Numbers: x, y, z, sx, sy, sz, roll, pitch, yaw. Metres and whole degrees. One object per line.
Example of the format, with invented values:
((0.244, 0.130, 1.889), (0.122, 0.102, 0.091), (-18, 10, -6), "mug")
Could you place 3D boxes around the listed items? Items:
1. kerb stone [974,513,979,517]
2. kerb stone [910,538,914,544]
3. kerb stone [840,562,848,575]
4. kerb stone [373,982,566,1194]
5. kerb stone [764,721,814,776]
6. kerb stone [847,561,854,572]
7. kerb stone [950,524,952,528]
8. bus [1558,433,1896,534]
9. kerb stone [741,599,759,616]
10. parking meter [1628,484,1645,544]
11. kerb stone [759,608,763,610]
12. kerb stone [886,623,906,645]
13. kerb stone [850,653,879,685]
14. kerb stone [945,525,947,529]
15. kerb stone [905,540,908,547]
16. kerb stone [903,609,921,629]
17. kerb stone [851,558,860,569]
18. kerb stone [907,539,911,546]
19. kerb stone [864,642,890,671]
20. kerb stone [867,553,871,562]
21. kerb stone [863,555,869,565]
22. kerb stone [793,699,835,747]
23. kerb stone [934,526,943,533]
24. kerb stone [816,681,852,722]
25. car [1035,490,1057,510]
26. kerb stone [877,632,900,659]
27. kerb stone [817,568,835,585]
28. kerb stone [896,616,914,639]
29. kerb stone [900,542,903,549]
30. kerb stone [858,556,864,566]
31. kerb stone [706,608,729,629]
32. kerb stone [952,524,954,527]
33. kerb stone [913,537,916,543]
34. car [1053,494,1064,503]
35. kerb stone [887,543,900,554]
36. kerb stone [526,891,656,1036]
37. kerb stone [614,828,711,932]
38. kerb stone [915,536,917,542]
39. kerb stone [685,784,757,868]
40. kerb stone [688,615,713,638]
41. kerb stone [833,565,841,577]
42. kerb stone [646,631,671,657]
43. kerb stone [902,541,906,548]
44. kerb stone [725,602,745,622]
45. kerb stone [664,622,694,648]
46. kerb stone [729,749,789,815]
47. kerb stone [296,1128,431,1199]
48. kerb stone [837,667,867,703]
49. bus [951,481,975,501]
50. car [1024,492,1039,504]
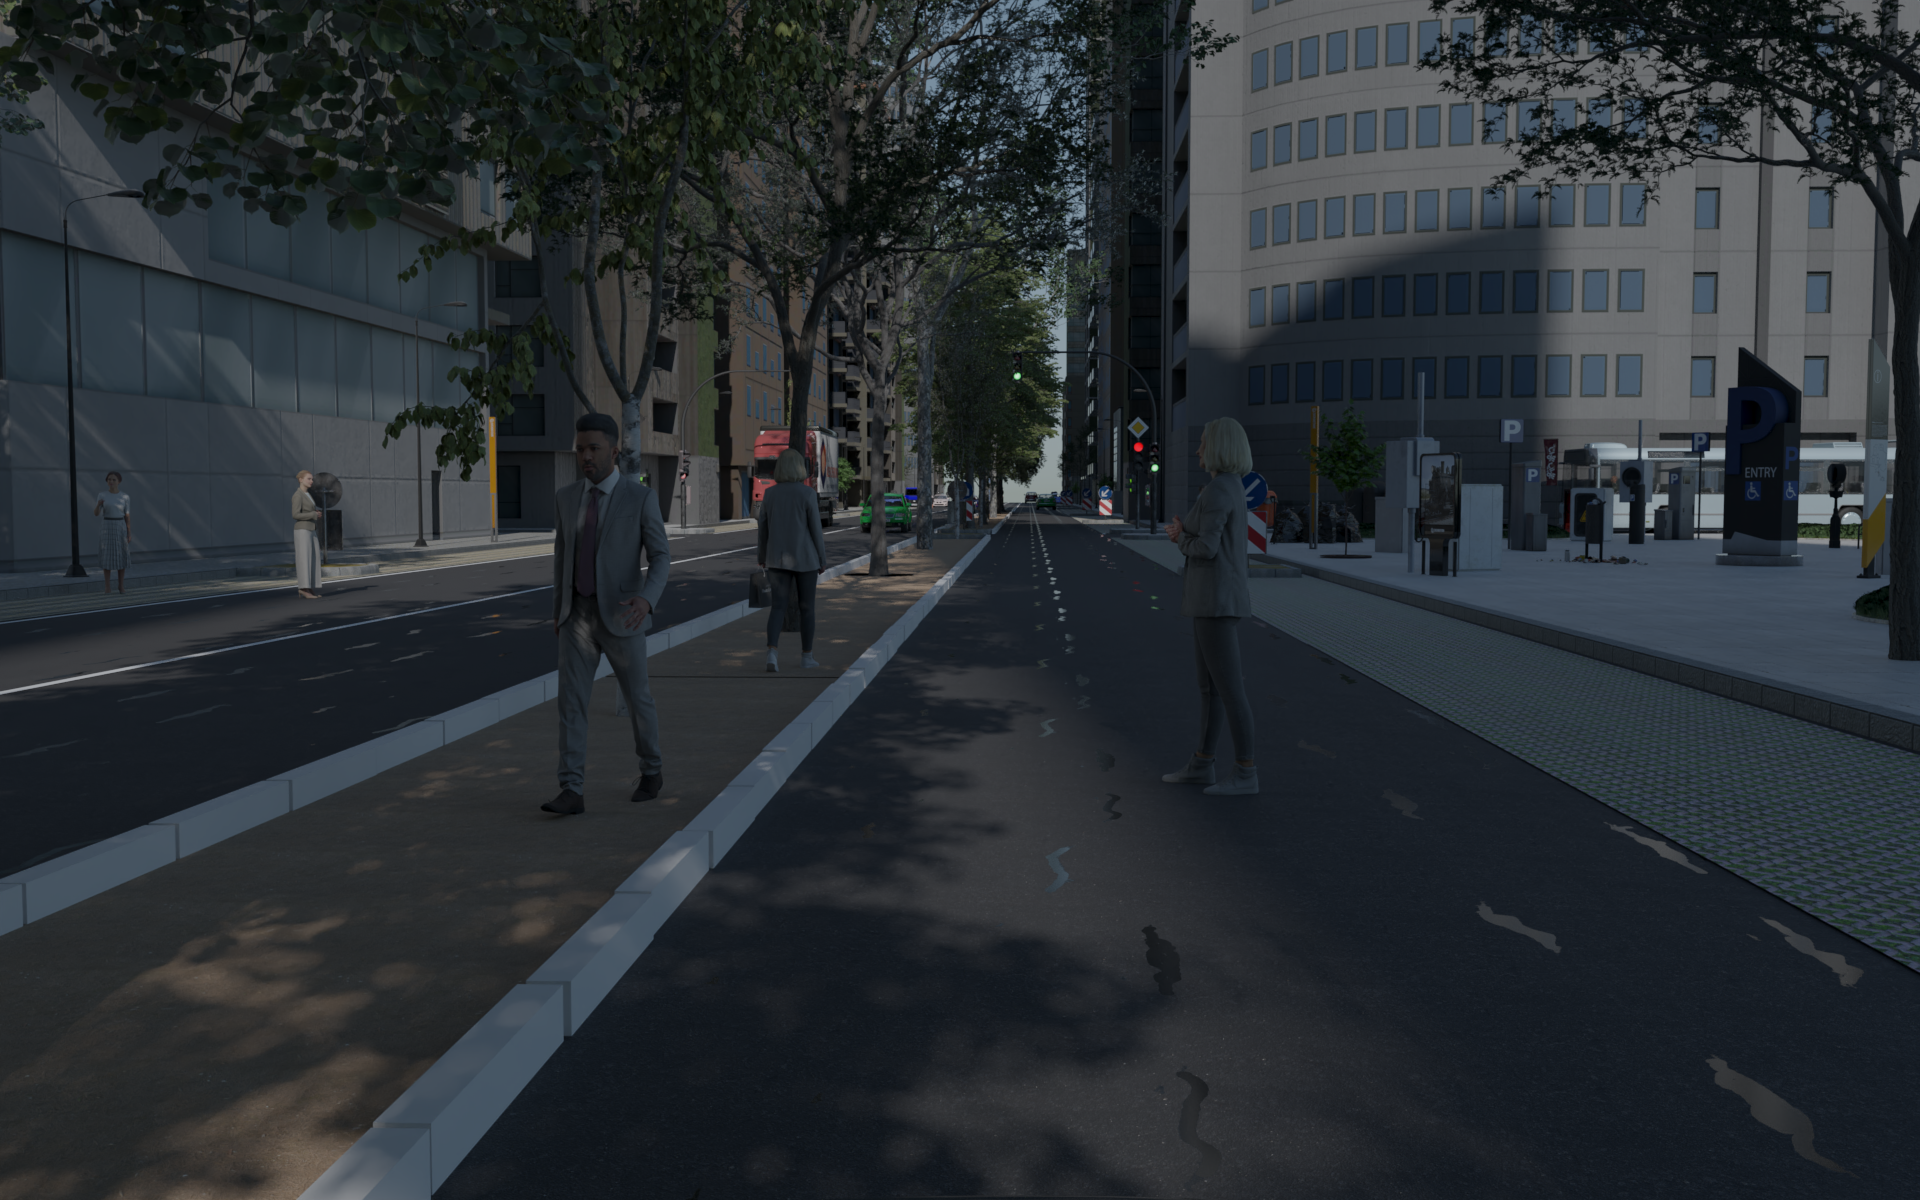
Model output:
((1.172, -5.631, 114.328), (0.120, 0.150, 1.000), (0, 4, 2), "kerb stone")
((-1.452, -1.592, 48.232), (0.120, 0.150, 1.000), (0, 4, 2), "kerb stone")
((-2.147, -0.528, 30.823), (0.120, 0.150, 1.000), (0, 4, 2), "kerb stone")
((-1.118, 1.111, 4.035), (0.120, 0.150, 1.000), (0, 4, 2), "kerb stone")
((-0.912, 0.795, 9.190), (0.120, 0.150, 1.000), (0, 4, 2), "kerb stone")
((-2.104, -0.585, 31.845), (0.120, 0.150, 1.000), (0, 4, 2), "kerb stone")
((-0.534, -3.003, 71.300), (0.120, 0.150, 1.000), (0, 4, 2), "kerb stone")
((26.494, -3.910, 58.781), (13.247, 3.499, 2.948), (0, 4, 1), "bus")
((-2.552, 0.099, 20.584), (0.120, 0.150, 1.000), (0, 4, 2), "kerb stone")
((17.355, -2.201, 44.403), (0.372, 1.533, 0.369), (0, 3, 0), "parking meter")
((-2.512, 0.040, 21.606), (0.120, 0.150, 1.000), (0, 4, 2), "kerb stone")
((-0.626, 0.357, 16.361), (0.120, 0.150, 1.000), (0, 4, 2), "kerb stone")
((-0.741, 0.545, 13.287), (0.120, 0.150, 1.000), (0, 4, 2), "kerb stone")
((-0.701, -2.753, 67.213), (0.120, 0.150, 1.000), (0, 4, 2), "kerb stone")
((-1.538, -1.462, 46.175), (0.120, 0.150, 1.000), (0, 4, 2), "kerb stone")
((-0.538, 0.234, 18.412), (0.120, 0.150, 1.000), (0, 4, 2), "kerb stone")
((-2.064, -0.653, 32.866), (0.120, 0.150, 1.000), (0, 4, 2), "kerb stone")
((-1.494, -1.528, 47.203), (0.120, 0.150, 1.000), (0, 4, 2), "kerb stone")
((-0.702, 0.482, 14.310), (0.120, 0.150, 1.000), (0, 4, 2), "kerb stone")
((-1.951, -0.835, 35.932), (0.120, 0.150, 1.000), (0, 4, 2), "kerb stone")
((-1.984, -0.773, 34.909), (0.120, 0.150, 1.000), (0, 4, 2), "kerb stone")
((-0.869, 0.734, 10.212), (0.120, 0.150, 1.000), (0, 4, 2), "kerb stone")
((-0.817, -2.565, 64.141), (0.120, 0.150, 1.000), (0, 4, 2), "kerb stone")
((-0.828, 0.671, 11.236), (0.120, 0.150, 1.000), (0, 4, 2), "kerb stone")
((7.827, -9.100, 157.585), (1.959, 1.807, 4.718), (0, 4, 1), "car")
((-0.654, 0.422, 15.332), (0.120, 0.150, 1.000), (0, 4, 2), "kerb stone")
((-2.231, -0.399, 28.778), (0.120, 0.150, 1.000), (0, 4, 2), "kerb stone")
((-0.578, 0.294, 17.387), (0.120, 0.150, 1.000), (0, 4, 2), "kerb stone")
((-1.612, -1.341, 44.125), (0.120, 0.150, 1.000), (0, 4, 2), "kerb stone")
((-2.027, -0.715, 33.888), (0.120, 0.150, 1.000), (0, 4, 2), "kerb stone")
((-2.640, 0.224, 18.530), (0.120, 0.150, 1.000), (0, 4, 2), "kerb stone")
((-0.457, -3.128, 73.343), (0.120, 0.150, 1.000), (0, 4, 2), "kerb stone")
((-1.413, -1.655, 49.255), (0.120, 0.150, 1.000), (0, 4, 2), "kerb stone")
((13.508, -14.180, 241.439), (1.945, 1.707, 3.694), (0, 4, 3), "car")
((-1.658, -1.278, 43.096), (0.120, 0.150, 1.000), (0, 4, 2), "kerb stone")
((-1.067, 1.050, 5.075), (0.120, 0.150, 1.000), (0, 4, 2), "kerb stone")
((-1.037, 0.985, 6.096), (0.120, 0.150, 1.000), (0, 4, 2), "kerb stone")
((-1.373, -1.717, 50.277), (0.120, 0.150, 1.000), (0, 4, 2), "kerb stone")
((-0.983, 0.926, 7.126), (0.120, 0.150, 1.000), (0, 4, 2), "kerb stone")
((-2.677, 0.287, 17.507), (0.120, 0.150, 1.000), (0, 4, 2), "kerb stone")
((-2.197, -0.461, 29.800), (0.120, 0.150, 1.000), (0, 4, 2), "kerb stone")
((-2.768, 0.415, 15.459), (0.120, 0.150, 1.000), (0, 4, 2), "kerb stone")
((-1.566, -1.404, 45.146), (0.120, 0.150, 1.000), (0, 4, 2), "kerb stone")
((-2.603, 0.161, 19.560), (0.120, 0.150, 1.000), (0, 4, 2), "kerb stone")
((-2.718, 0.349, 16.486), (0.120, 0.150, 1.000), (0, 4, 2), "kerb stone")
((-0.949, 0.864, 8.159), (0.120, 0.150, 1.000), (0, 4, 2), "kerb stone")
((-1.154, 1.175, 3.014), (0.120, 0.150, 1.000), (0, 4, 2), "kerb stone")
((-0.784, 0.616, 12.258), (0.120, 0.150, 1.000), (0, 4, 2), "kerb stone")
((0.406, -14.886, 238.241), (2.948, 3.499, 13.247), (0, 4, 4), "bus")
((10.756, -15.432, 260.992), (2.281, 1.827, 5.304), (0, 4, 2), "car")
